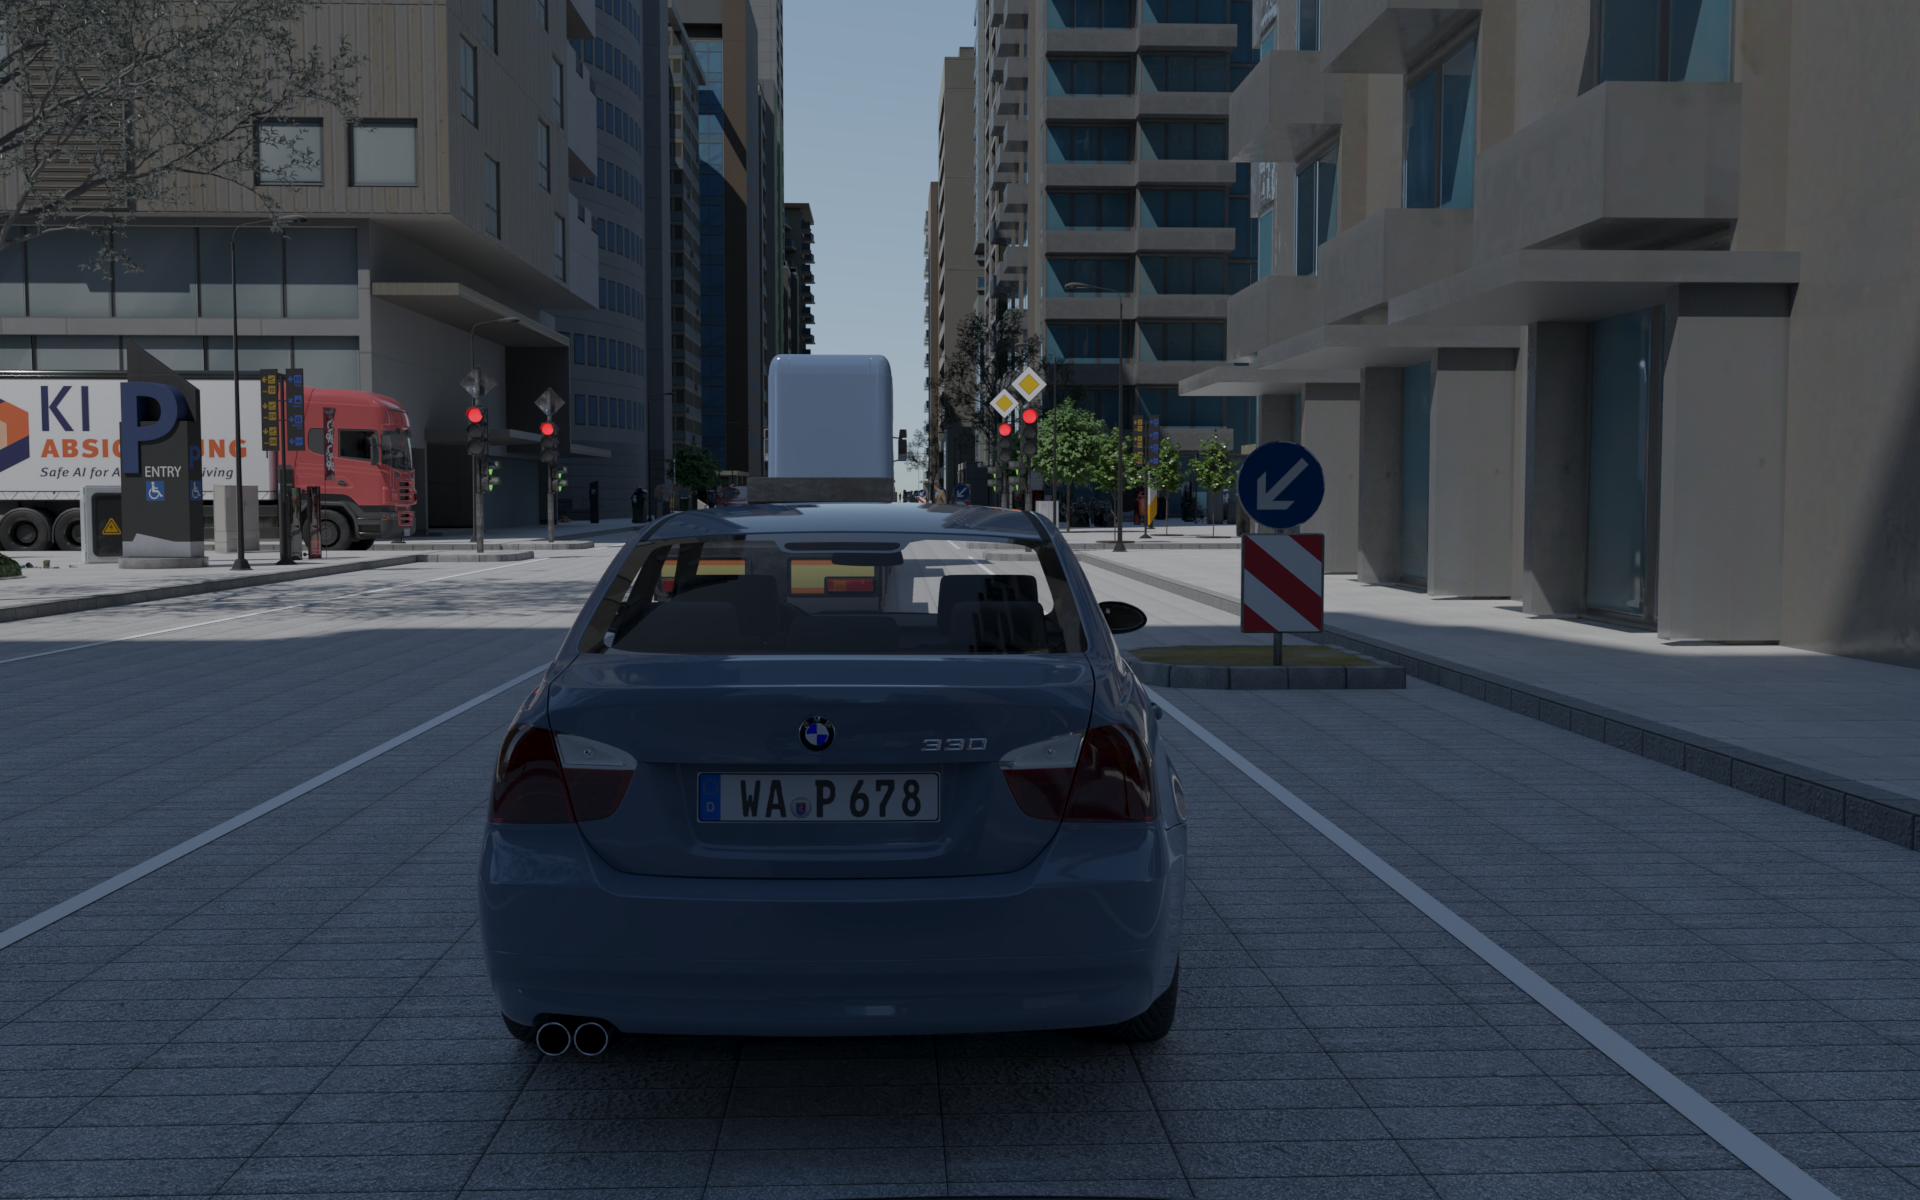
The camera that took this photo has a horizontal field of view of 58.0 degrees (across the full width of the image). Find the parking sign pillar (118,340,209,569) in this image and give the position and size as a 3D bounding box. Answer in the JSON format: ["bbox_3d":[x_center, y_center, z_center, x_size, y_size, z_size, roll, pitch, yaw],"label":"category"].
[{"bbox_3d":[-13.909,-2.549,30.149,1.447,3.967,1.447,1,4,9],"label":"parking sign pillar"}]

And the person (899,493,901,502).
[{"bbox_3d":[-8.661,-14.707,250.427,0.415,1.643,0.593,1,4,20],"label":"person"}]

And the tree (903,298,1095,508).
[{"bbox_3d":[2.278,-9.010,81.724,8.767,10.594,7.601,1,4,11],"label":"tree"}]

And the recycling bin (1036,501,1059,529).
[{"bbox_3d":[3.111,-3.009,61.748,0.722,1.027,0.722,0,4,-7],"label":"recycling bin"}]

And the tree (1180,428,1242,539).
[{"bbox_3d":[7.517,-3.411,50.374,1.663,3.219,1.824,0,3,0],"label":"tree"}]

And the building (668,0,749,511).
[{"bbox_3d":[-32.828,-26.926,132.121,32.217,40.220,23.993,0,4,-2],"label":"building"}]

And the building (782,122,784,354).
[{"bbox_3d":[-25.723,-30.341,179.666,14.154,41.232,14.086,0,4,-2],"label":"building"}]

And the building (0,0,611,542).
[{"bbox_3d":[-27.373,-28.605,56.930,28.713,52.752,27.495,0,4,-2],"label":"building"}]

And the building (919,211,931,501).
[{"bbox_3d":[5.708,-39.461,264.798,23.786,49.044,30.456,0,4,-2],"label":"building"}]

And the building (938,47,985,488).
[{"bbox_3d":[8.650,-34.366,185.583,21.300,48.544,21.600,0,4,-2],"label":"building"}]

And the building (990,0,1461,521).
[{"bbox_3d":[13.395,-29.681,104.886,23.786,49.044,30.456,0,4,-2],"label":"building"}]

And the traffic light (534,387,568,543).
[{"bbox_3d":[-10.790,-3.471,45.673,0.839,4.253,0.868,0,4,-2],"label":"traffic light"}]

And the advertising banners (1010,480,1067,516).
[{"bbox_3d":[2.884,-4.180,64.527,2.074,3.025,0.090,0,4,-1],"label":"advertising banners"}]

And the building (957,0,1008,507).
[{"bbox_3d":[10.476,-42.479,132.782,20.563,71.187,20.611,0,4,-2],"label":"building"}]

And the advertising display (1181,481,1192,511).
[{"bbox_3d":[11.121,-4.889,85.147,0.123,1.923,0.974,-1,4,-20],"label":"advertising display"}]

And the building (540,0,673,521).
[{"bbox_3d":[-27.903,-33.673,92.550,21.231,58.520,28.212,0,4,-2],"label":"building"}]

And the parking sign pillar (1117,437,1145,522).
[{"bbox_3d":[7.943,-5.592,79.906,1.447,3.967,1.447,-1,4,-10],"label":"parking sign pillar"}]

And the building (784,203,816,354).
[{"bbox_3d":[-32.468,-36.578,252.681,22.147,44.769,28.867,0,4,-2],"label":"building"}]

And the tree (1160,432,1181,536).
[{"bbox_3d":[6.443,-3.572,53.000,1.663,3.219,1.824,0,3,0],"label":"tree"}]

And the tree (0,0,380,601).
[{"bbox_3d":[-12.204,-6.708,20.042,12.009,13.543,11.850,0,3,0],"label":"tree"}]

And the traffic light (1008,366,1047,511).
[{"bbox_3d":[1.495,-3.015,38.211,0.839,4.253,0.868,0,4,-2],"label":"traffic light"}]

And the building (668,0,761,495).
[{"bbox_3d":[-24.980,-30.658,151.372,14.600,45.320,14.200,0,4,-2],"label":"building"}]

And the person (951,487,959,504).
[{"bbox_3d":[-0.233,-4.602,84.290,0.362,1.759,0.519,2,4,27],"label":"person"}]

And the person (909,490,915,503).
[{"bbox_3d":[-3.373,-6.853,121.542,0.512,1.701,0.522,0,4,0],"label":"person"}]

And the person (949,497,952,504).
[{"bbox_3d":[-0.472,-4.642,88.652,0.590,1.304,0.306,-3,5,-43],"label":"person"}]

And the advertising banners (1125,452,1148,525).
[{"bbox_3d":[7.405,-4.648,72.180,0.090,3.025,2.074,-2,4,-26],"label":"advertising banners"}]

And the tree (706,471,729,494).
[{"bbox_3d":[-16.648,-7.476,116.833,1.663,3.219,1.824,0,3,0],"label":"tree"}]

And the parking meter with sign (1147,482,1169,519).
[{"bbox_3d":[9.969,-5.727,89.899,1.738,3.016,0.543,-1,4,-15],"label":"parking meter with sign"}]

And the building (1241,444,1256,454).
[{"bbox_3d":[24.622,-24.650,57.654,28.867,44.769,22.147,0,4,-2],"label":"building"}]

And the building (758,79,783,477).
[{"bbox_3d":[-24.820,-29.482,165.633,14.154,41.232,14.086,0,4,-2],"label":"building"}]

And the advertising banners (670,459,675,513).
[{"bbox_3d":[-14.102,-5.429,84.960,0.090,3.025,2.074,0,4,-1],"label":"advertising banners"}]

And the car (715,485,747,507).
[{"bbox_3d":[-8.663,-3.742,69.852,2.281,1.827,5.304,0,4,-1],"label":"car"}]

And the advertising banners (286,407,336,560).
[{"bbox_3d":[-12.786,-2.325,34.200,0.090,3.025,2.074,0,4,7],"label":"advertising banners"}]

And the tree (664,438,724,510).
[{"bbox_3d":[-15.434,-7.136,100.390,4.285,4.588,4.351,0,3,0],"label":"tree"}]

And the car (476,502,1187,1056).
[{"bbox_3d":[-0.320,0.378,5.817,2.014,1.417,4.499,0,4,-1],"label":"car"}]

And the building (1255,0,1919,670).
[{"bbox_3d":[16.109,-24.593,21.710,23.786,49.044,30.456,0,4,-2],"label":"building"}]

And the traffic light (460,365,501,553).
[{"bbox_3d":[-10.455,-2.983,37.695,0.839,4.253,0.868,0,4,-2],"label":"traffic light"}]

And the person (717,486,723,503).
[{"bbox_3d":[-10.504,-4.144,76.429,0.526,1.800,0.537,1,4,23],"label":"person"}]

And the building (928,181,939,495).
[{"bbox_3d":[2.636,-36.191,241.837,14.600,45.320,14.200,0,4,-2],"label":"building"}]

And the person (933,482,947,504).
[{"bbox_3d":[-0.736,-3.088,58.899,0.656,1.842,0.836,1,4,16],"label":"person"}]

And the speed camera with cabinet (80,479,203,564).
[{"bbox_3d":[-15.320,-2.329,32.415,2.038,3.252,0.660,-2,4,-32],"label":"speed camera with cabinet"}]

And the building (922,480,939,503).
[{"bbox_3d":[11.327,-32.485,223.017,32.217,40.220,23.993,0,4,-2],"label":"building"}]

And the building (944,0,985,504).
[{"bbox_3d":[10.159,-51.715,158.213,22.319,86.520,31.000,0,4,-2],"label":"building"}]

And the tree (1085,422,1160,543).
[{"bbox_3d":[3.968,-3.106,45.388,1.663,3.219,1.824,0,3,0],"label":"tree"}]

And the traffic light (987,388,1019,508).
[{"bbox_3d":[1.160,-3.503,46.189,0.839,4.253,0.868,0,4,-2],"label":"traffic light"}]

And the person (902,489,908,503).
[{"bbox_3d":[-3.892,-6.759,119.603,0.643,1.750,0.593,1,4,8],"label":"person"}]

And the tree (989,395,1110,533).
[{"bbox_3d":[3.677,-4.514,57.521,4.285,4.588,4.351,0,3,0],"label":"tree"}]

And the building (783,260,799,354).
[{"bbox_3d":[-26.952,-26.886,211.292,14.160,30.474,14.107,0,4,-2],"label":"building"}]

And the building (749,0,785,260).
[{"bbox_3d":[-31.328,-48.254,227.208,20.563,71.187,20.611,0,4,-2],"label":"building"}]

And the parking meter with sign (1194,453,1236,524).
[{"bbox_3d":[10.901,-4.748,73.893,1.738,3.016,0.543,0,4,-1],"label":"parking meter with sign"}]
